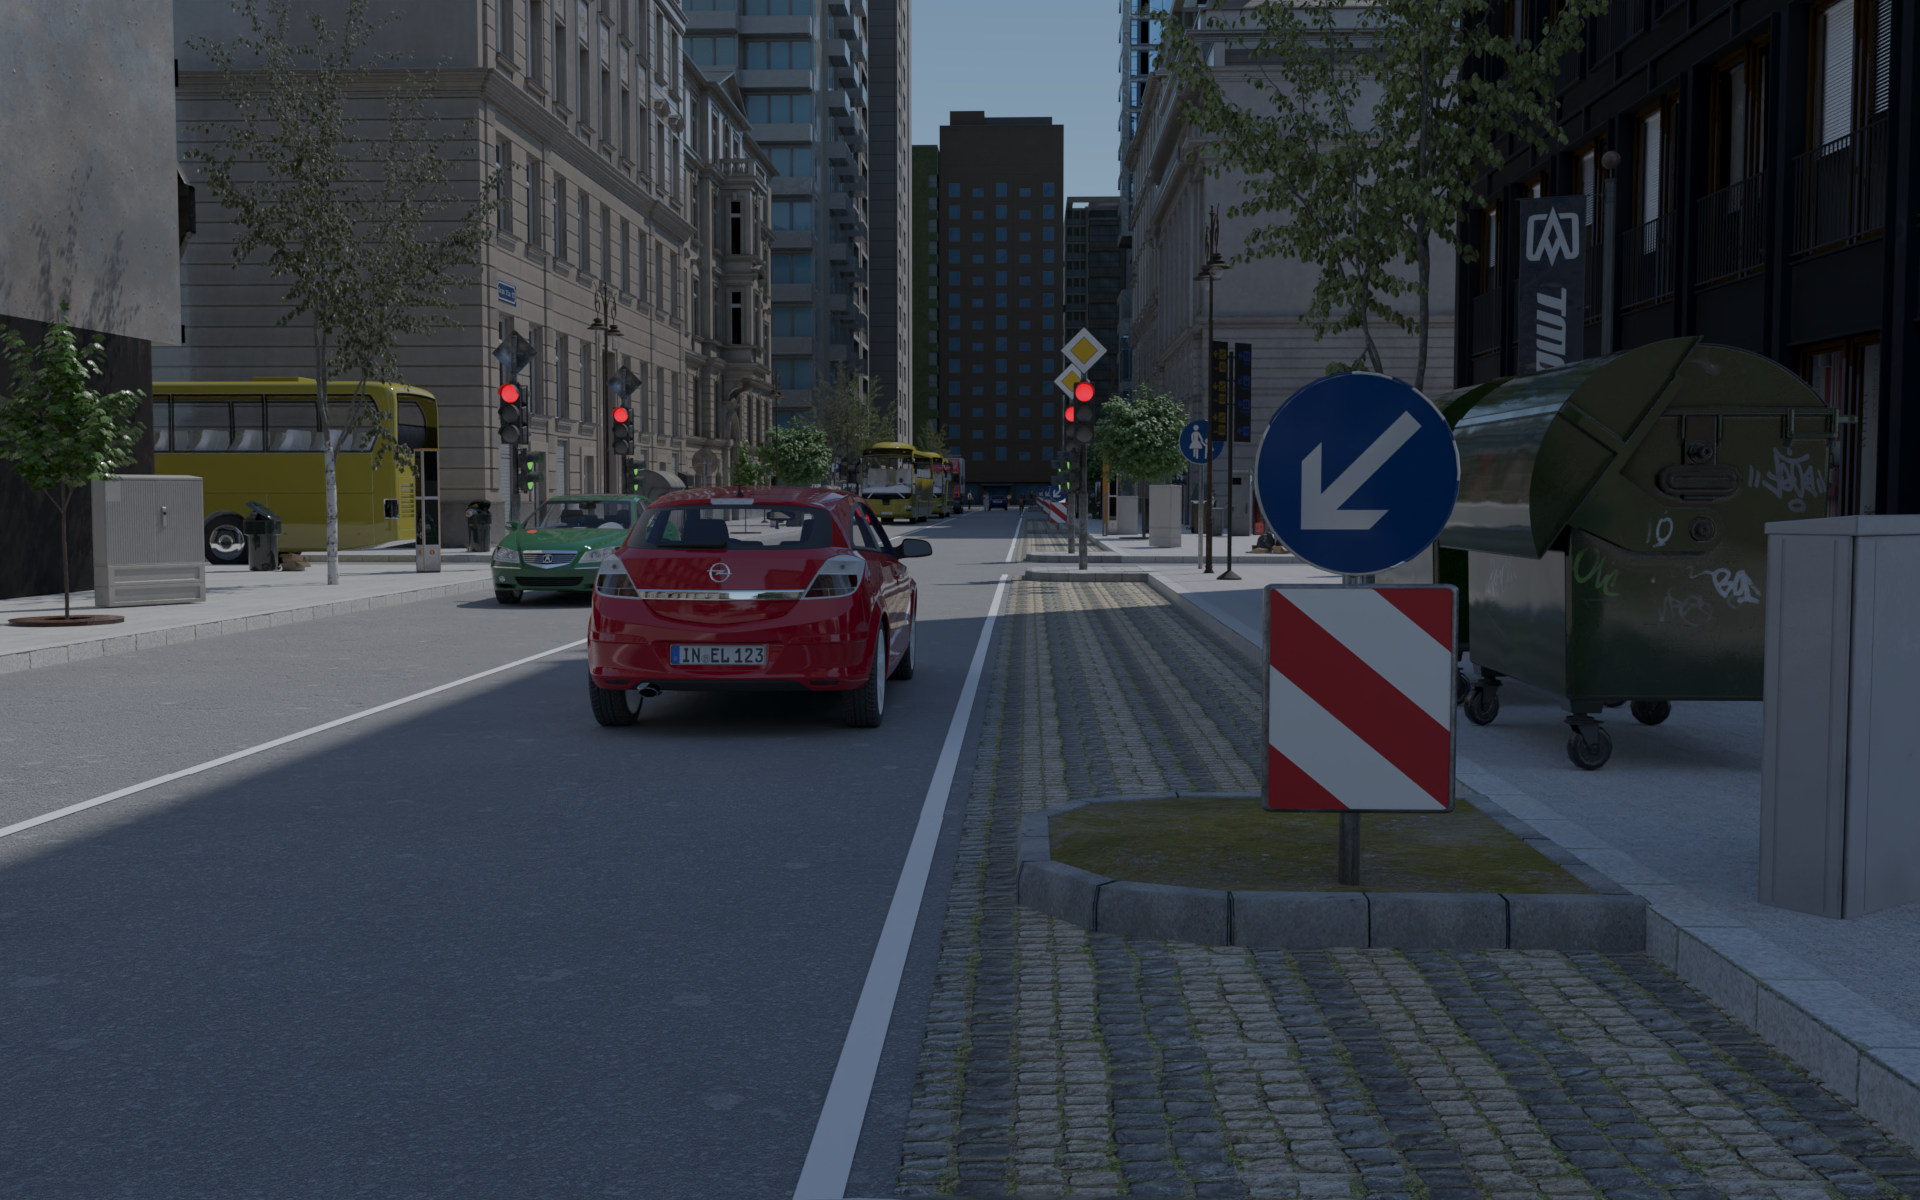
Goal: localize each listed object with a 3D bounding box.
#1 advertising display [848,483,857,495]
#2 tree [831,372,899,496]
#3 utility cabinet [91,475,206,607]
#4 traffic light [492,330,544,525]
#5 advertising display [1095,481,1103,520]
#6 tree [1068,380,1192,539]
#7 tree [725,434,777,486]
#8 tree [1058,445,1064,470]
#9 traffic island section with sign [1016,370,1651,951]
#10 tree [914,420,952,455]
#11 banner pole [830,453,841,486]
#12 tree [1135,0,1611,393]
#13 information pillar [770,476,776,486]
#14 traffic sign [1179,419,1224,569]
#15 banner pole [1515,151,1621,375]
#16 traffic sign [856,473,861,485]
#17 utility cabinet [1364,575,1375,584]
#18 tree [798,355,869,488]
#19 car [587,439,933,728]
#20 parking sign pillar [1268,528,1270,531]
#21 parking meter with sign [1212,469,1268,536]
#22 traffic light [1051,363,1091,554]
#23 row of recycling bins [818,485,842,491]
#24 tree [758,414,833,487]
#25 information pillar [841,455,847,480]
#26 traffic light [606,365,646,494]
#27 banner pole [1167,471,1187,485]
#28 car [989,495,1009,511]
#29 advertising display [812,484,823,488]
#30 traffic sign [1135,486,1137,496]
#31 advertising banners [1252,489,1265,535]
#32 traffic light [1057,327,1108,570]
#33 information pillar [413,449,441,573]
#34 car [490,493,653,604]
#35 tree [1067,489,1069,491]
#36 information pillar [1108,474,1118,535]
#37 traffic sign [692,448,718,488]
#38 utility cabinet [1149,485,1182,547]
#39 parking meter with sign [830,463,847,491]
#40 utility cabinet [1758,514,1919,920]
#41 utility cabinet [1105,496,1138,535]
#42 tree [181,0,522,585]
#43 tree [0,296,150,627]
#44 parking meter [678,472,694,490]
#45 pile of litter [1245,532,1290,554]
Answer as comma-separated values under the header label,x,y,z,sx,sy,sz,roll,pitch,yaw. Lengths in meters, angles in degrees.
label,x,y,z,sx,sy,sz,roll,pitch,yaw
advertising display,-6.403,-5.828,100.502,0.974,1.923,0.123,-3,5,-41
tree,-5.858,-9.480,105.362,4.737,8.622,4.395,0,3,0
utility cabinet,-9.302,-0.686,19.895,0.318,1.500,1.173,2,4,35
traffic light,-7.586,-2.489,29.620,0.839,4.253,0.868,0,4,2
advertising display,6.971,-5.002,86.995,0.123,1.923,0.974,-1,4,-13
tree,5.312,-4.056,50.029,4.285,4.588,4.351,0,3,0
tree,-6.964,-3.758,56.046,1.663,3.219,1.824,0,3,0
tree,6.821,-6.834,95.445,4.285,4.588,4.351,0,3,0
traffic island section with sign,1.207,0.138,6.379,1.989,1.847,2.006,0,4,2
tree,-2.606,-13.562,172.103,4.737,8.622,4.395,0,3,0
banner pole,-7.091,-6.593,97.808,0.863,3.779,0.401,0,4,0
tree,4.151,-4.055,16.661,4.737,8.622,4.395,0,3,0
information pillar,-7.125,-3.781,66.319,0.304,2.012,0.304,0,4,-8
traffic sign,4.120,-1.804,29.608,0.768,2.556,0.104,0,4,8
banner pole,4.538,-1.396,12.837,0.863,3.779,0.401,1,4,21
traffic sign,-5.680,-6.181,101.163,0.768,2.556,0.104,1,4,8
utility cabinet,5.434,-0.814,21.983,1.173,1.500,0.318,-3,4,-38
tree,-6.841,-8.675,92.193,4.360,8.622,3.978,0,3,0
car,-1.296,-0.189,12.138,2.155,1.783,4.494,0,4,2
parking sign pillar,11.083,-4.362,59.787,1.447,3.967,1.447,0,4,5
parking meter with sign,8.526,-3.456,52.771,1.738,3.016,0.543,1,4,19
traffic light,2.384,-2.955,37.235,0.839,4.253,0.868,0,4,2
row of recycling bins,-6.065,-4.535,81.258,1.069,1.692,3.534,0,4,3
tree,-6.756,-5.377,71.629,4.285,4.588,4.351,0,3,0
information pillar,-6.869,-6.807,102.641,0.504,3.616,0.183,1,4,11
traffic light,-7.270,-2.977,37.599,0.839,4.253,0.868,0,4,2
banner pole,7.428,-4.268,59.801,0.863,3.779,0.401,1,4,9
car,3.293,-8.511,151.729,1.945,1.354,3.894,0,4,0
advertising display,-8.816,-6.165,106.017,0.974,1.923,0.123,3,4,36
traffic sign,5.616,-3.374,55.271,0.768,2.556,0.104,1,4,10
advertising banners,9.316,-3.539,54.055,2.074,3.025,0.090,-2,4,-32
traffic light,2.068,-2.467,29.256,0.839,4.253,0.868,0,4,2
information pillar,-8.665,-1.449,28.182,0.304,2.012,0.304,-3,5,-42
car,-5.095,-0.755,24.142,2.131,1.459,4.920,0,4,2
tree,9.067,-8.712,137.039,1.663,3.219,1.824,0,3,0
information pillar,4.774,-3.047,54.308,0.304,2.012,0.304,0,4,-3
traffic sign,-7.131,-2.954,48.398,0.768,2.556,0.104,1,4,8
utility cabinet,4.936,-2.013,41.585,0.318,1.500,1.173,-1,4,-19
parking meter with sign,-6.556,-6.094,95.906,0.543,3.016,1.738,-2,4,-32
utility cabinet,2.986,0.341,5.583,1.020,1.237,0.306,-2,4,-35
utility cabinet,5.099,-2.660,54.655,1.020,1.237,0.306,0,4,1
tree,-8.638,-4.518,24.237,4.360,8.622,3.978,0,3,0
tree,-8.755,-1.371,17.011,1.663,3.219,1.824,0,3,0
parking meter,-7.106,-2.401,44.975,0.399,1.863,0.255,3,4,37
pile of litter,7.065,-1.437,37.468,1.719,0.858,1.176,1,4,16
